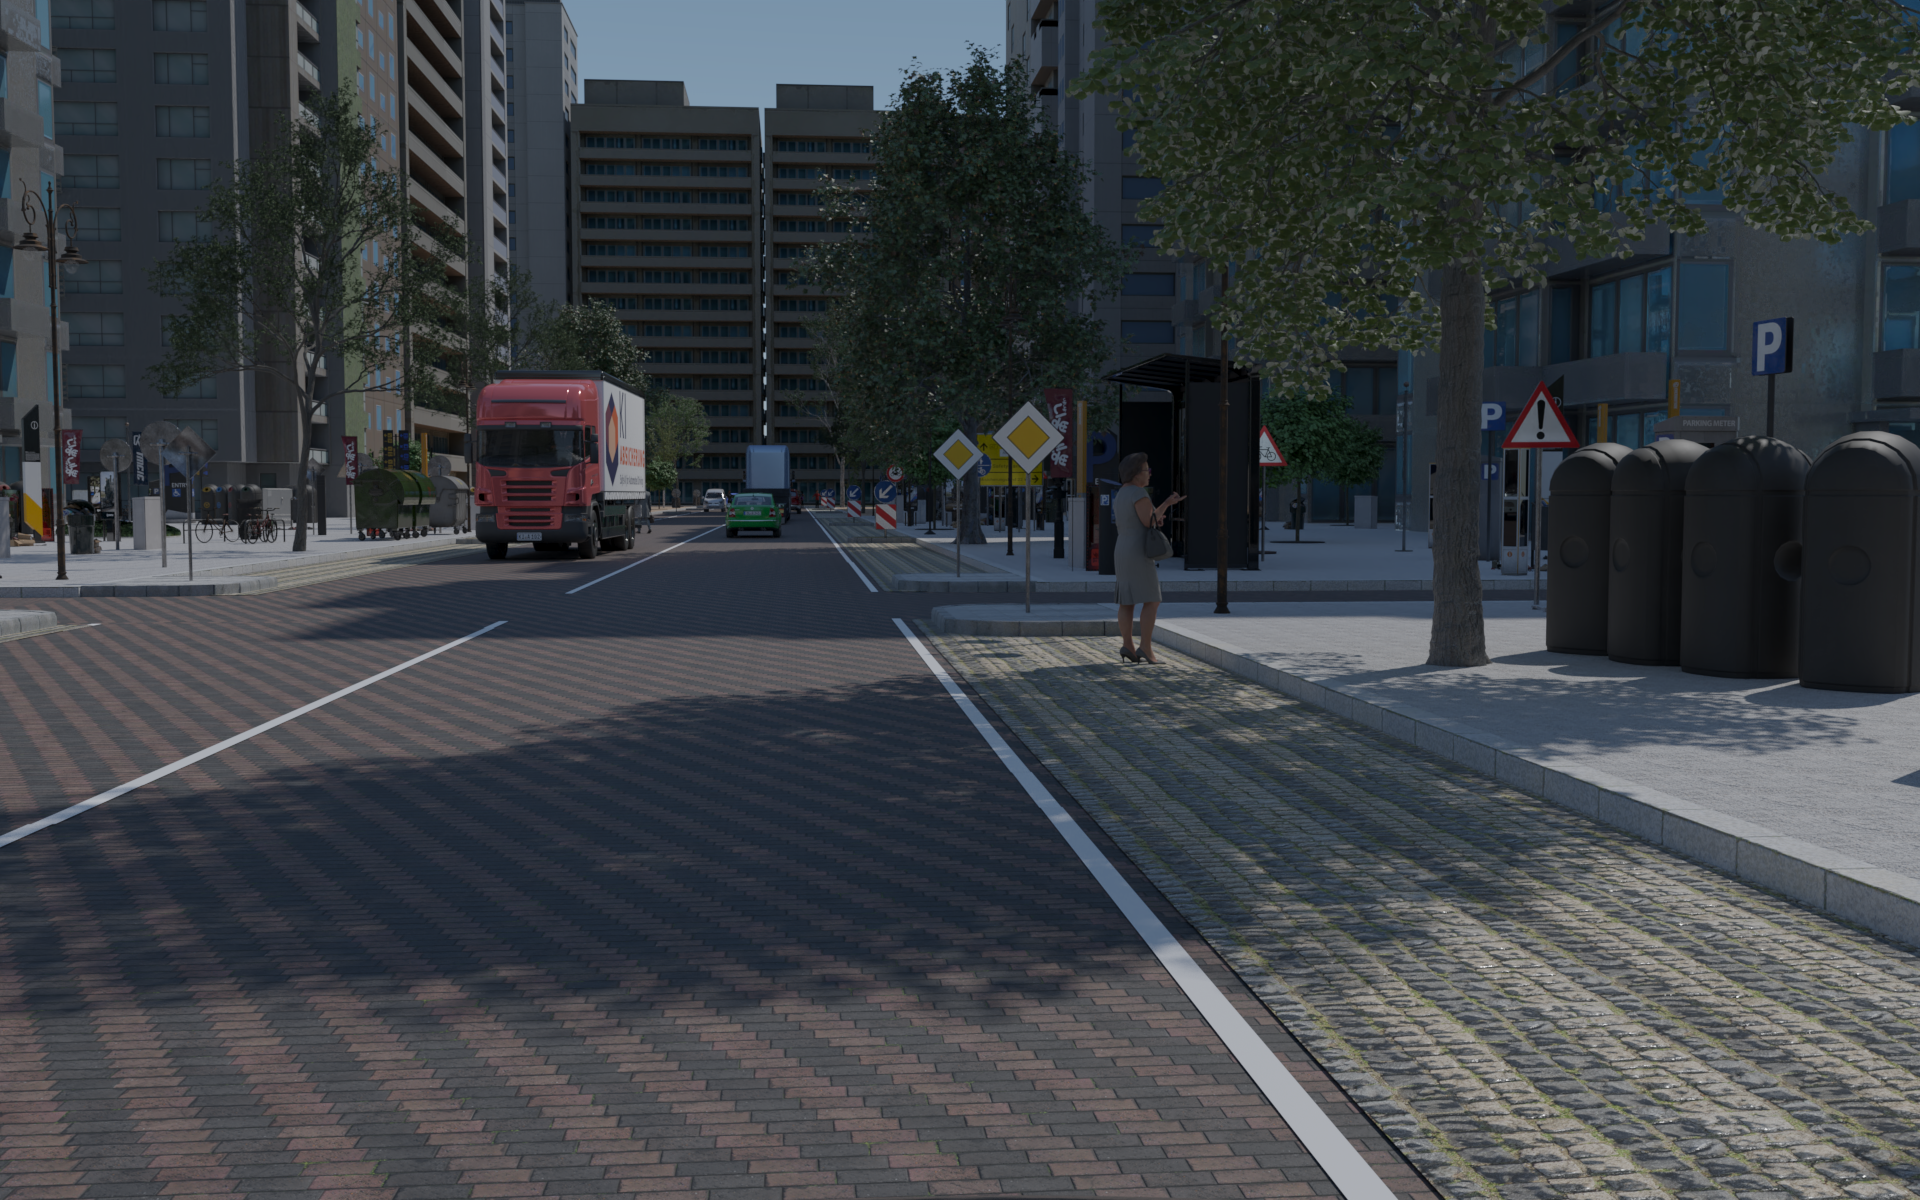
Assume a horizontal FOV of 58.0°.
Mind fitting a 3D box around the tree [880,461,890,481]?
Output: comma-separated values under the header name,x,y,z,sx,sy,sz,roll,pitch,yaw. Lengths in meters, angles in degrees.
name,x,y,z,sx,sy,sz,roll,pitch,yaw
tree,-3.939,-8.858,95.182,4.360,8.622,3.978,0,3,0

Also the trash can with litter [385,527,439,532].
name,x,y,z,sx,sy,sz,roll,pitch,yaw
trash can with litter,-19.078,-2.978,59.744,2.233,1.210,1.678,-1,4,-23

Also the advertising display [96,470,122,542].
name,x,y,z,sx,sy,sz,roll,pitch,yaw
advertising display,-23.009,-2.552,46.934,0.974,1.923,0.123,3,4,38

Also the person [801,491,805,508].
name,x,y,z,sx,sy,sz,roll,pitch,yaw
person,-16.199,-10.258,176.900,0.721,1.739,1.217,3,4,37

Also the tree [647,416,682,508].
name,x,y,z,sx,sy,sz,roll,pitch,yaw
tree,-27.752,-12.874,160.856,4.737,8.622,4.395,0,3,0

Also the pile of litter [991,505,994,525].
name,x,y,z,sx,sy,sz,roll,pitch,yaw
pile of litter,1.308,-3.500,71.182,1.719,0.858,1.176,1,4,22

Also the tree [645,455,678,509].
name,x,y,z,sx,sy,sz,roll,pitch,yaw
tree,-25.205,-9.860,144.930,4.285,4.588,4.351,0,3,0

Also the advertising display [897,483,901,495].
name,x,y,z,sx,sy,sz,roll,pitch,yaw
advertising display,-3.148,-5.848,100.832,0.974,1.923,0.123,-1,4,-9

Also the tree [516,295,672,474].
name,x,y,z,sx,sy,sz,roll,pitch,yaw
tree,-21.375,-11.203,100.177,9.611,12.733,9.660,0,3,0

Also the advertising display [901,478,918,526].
name,x,y,z,sx,sy,sz,roll,pitch,yaw
advertising display,-1.996,-3.968,70.095,0.123,1.923,0.974,2,4,28

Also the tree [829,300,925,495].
name,x,y,z,sx,sy,sz,roll,pitch,yaw
tree,-2.837,-10.346,87.284,7.486,12.596,7.792,0,3,0

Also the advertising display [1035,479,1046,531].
name,x,y,z,sx,sy,sz,roll,pitch,yaw
advertising display,2.835,-3.418,61.102,0.123,1.923,0.974,-1,4,-13

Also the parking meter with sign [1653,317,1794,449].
name,x,y,z,sx,sy,sz,roll,pitch,yaw
parking meter with sign,7.283,-1.282,17.214,1.738,3.016,0.543,-1,4,-9

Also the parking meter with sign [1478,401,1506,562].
name,x,y,z,sx,sy,sz,roll,pitch,yaw
parking meter with sign,10.297,-2.278,33.512,0.543,3.016,1.738,1,4,20

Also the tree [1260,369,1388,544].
name,x,y,z,sx,sy,sz,roll,pitch,yaw
tree,8.813,-3.776,45.456,4.285,4.588,4.351,0,3,0

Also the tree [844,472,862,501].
name,x,y,z,sx,sy,sz,roll,pitch,yaw
tree,-9.177,-9.357,147.587,1.663,3.219,1.824,0,3,0

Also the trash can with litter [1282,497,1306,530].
name,x,y,z,sx,sy,sz,roll,pitch,yaw
trash can with litter,12.029,-3.132,62.594,0.624,1.170,1.055,-2,4,-24

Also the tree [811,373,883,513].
name,x,y,z,sx,sy,sz,roll,pitch,yaw
tree,-6.182,-11.038,114.881,8.767,10.594,7.601,3,5,39

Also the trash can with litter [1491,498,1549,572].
name,x,y,z,sx,sy,sz,roll,pitch,yaw
trash can with litter,9.639,-1.114,29.273,1.678,1.210,2.233,-2,4,-33

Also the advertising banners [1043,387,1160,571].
name,x,y,z,sx,sy,sz,roll,pitch,yaw
advertising banners,2.354,-1.994,28.789,2.074,3.025,0.090,-1,4,-18

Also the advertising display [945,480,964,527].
name,x,y,z,sx,sy,sz,roll,pitch,yaw
advertising display,-0.099,-3.826,67.773,0.974,1.923,0.123,0,4,4

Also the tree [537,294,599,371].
name,x,y,z,sx,sy,sz,roll,pitch,yaw
tree,-17.625,-8.143,67.558,8.767,10.594,7.601,2,4,25

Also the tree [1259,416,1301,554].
name,x,y,z,sx,sy,sz,roll,pitch,yaw
tree,6.202,-2.600,37.108,1.663,3.219,1.824,0,3,0

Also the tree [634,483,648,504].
name,x,y,z,sx,sy,sz,roll,pitch,yaw
tree,-23.269,-7.949,124.575,1.663,3.219,1.824,0,3,0

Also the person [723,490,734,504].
name,x,y,z,sx,sy,sz,roll,pitch,yaw
person,-17.777,-7.625,133.890,1.217,1.735,0.721,-2,4,-27

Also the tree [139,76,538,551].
name,x,y,z,sx,sy,sz,roll,pitch,yaw
tree,-14.439,-6.360,38.398,7.601,10.594,8.767,0,4,2

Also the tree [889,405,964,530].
name,x,y,z,sx,sy,sz,roll,pitch,yaw
tree,-0.863,-4.792,62.058,4.285,4.588,4.351,0,3,0

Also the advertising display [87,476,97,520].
name,x,y,z,sx,sy,sz,roll,pitch,yaw
advertising display,-30.126,-3.391,60.658,0.123,1.923,0.974,1,4,17

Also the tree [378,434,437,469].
name,x,y,z,sx,sy,sz,roll,pitch,yaw
tree,-28.834,-6.505,90.073,4.285,4.588,4.351,0,3,0

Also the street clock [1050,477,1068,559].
name,x,y,z,sx,sy,sz,roll,pitch,yaw
street clock,1.976,-1.831,34.509,0.358,2.002,0.471,1,4,16

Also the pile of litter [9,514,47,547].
name,x,y,z,sx,sy,sz,roll,pitch,yaw
pile of litter,-23.269,-1.742,42.449,1.719,0.858,1.176,-3,5,-43

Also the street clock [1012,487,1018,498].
name,x,y,z,sx,sy,sz,roll,pitch,yaw
street clock,2.363,-4.361,75.880,0.358,2.002,0.471,-1,4,-9

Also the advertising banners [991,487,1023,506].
name,x,y,z,sx,sy,sz,roll,pitch,yaw
advertising banners,2.161,-5.206,81.298,2.074,3.025,0.090,2,4,28

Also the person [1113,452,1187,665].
name,x,y,z,sx,sy,sz,roll,pitch,yaw
person,1.597,-0.347,14.535,0.532,1.782,0.716,-1,4,-19

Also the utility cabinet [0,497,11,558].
name,x,y,z,sx,sy,sz,roll,pitch,yaw
utility cabinet,-19.283,-1.417,34.324,0.306,1.237,1.020,0,4,5

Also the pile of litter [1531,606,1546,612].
name,x,y,z,sx,sy,sz,roll,pitch,yaw
pile of litter,7.142,-0.324,19.260,1.719,0.858,1.176,0,4,-6

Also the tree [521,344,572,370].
name,x,y,z,sx,sy,sz,roll,pitch,yaw
tree,-19.341,-8.171,83.962,4.360,8.622,3.978,0,3,0

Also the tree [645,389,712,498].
name,x,y,z,sx,sy,sz,roll,pitch,yaw
tree,-28.103,-15.007,171.116,9.928,11.665,9.643,0,3,0

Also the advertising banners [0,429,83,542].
name,x,y,z,sx,sy,sz,roll,pitch,yaw
advertising banners,-24.592,-3.070,46.380,2.074,3.025,0.090,-1,4,-20

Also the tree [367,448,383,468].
name,x,y,z,sx,sy,sz,roll,pitch,yaw
tree,-24.693,-4.790,72.910,1.663,3.219,1.824,0,3,0

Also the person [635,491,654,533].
name,x,y,z,sx,sy,sz,roll,pitch,yaw
person,-11.515,-3.325,62.960,0.694,1.812,0.767,-3,5,-39

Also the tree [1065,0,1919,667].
name,x,y,z,sx,sy,sz,roll,pitch,yaw
tree,3.867,-5.758,12.267,7.486,12.596,7.792,0,3,0

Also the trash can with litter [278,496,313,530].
name,x,y,z,sx,sy,sz,roll,pitch,yaw
trash can with litter,-24.132,-3.117,62.026,2.233,1.210,1.678,-3,5,-39

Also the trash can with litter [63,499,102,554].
name,x,y,z,sx,sy,sz,roll,pitch,yaw
trash can with litter,-18.761,-1.567,37.011,0.624,1.170,1.055,-1,4,-11

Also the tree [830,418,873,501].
name,x,y,z,sx,sy,sz,roll,pitch,yaw
tree,-8.891,-11.818,143.593,4.737,8.622,4.395,0,3,0

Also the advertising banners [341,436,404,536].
name,x,y,z,sx,sy,sz,roll,pitch,yaw
advertising banners,-17.792,-3.449,52.583,0.090,3.025,2.074,3,5,42

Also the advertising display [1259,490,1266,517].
name,x,y,z,sx,sy,sz,roll,pitch,yaw
advertising display,8.739,-2.874,52.205,0.974,1.923,0.123,1,4,18

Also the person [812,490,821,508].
name,x,y,z,sx,sy,sz,roll,pitch,yaw
person,-13.270,-9.343,161.201,1.348,1.831,0.705,-3,5,-40

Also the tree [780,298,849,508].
name,x,y,z,sx,sy,sz,roll,pitch,yaw
tree,-10.786,-18.947,165.665,12.611,20.169,13.585,0,3,0

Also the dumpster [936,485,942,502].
name,x,y,z,sx,sy,sz,roll,pitch,yaw
dumpster,-0.860,-5.707,99.072,1.264,1.857,1.865,0,4,-6

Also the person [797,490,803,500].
name,x,y,z,sx,sy,sz,roll,pitch,yaw
person,-12.595,-7.802,136.591,0.721,1.766,1.217,1,4,12

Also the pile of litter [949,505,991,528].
name,x,y,z,sx,sy,sz,roll,pitch,yaw
pile of litter,0.109,-3.166,65.731,1.176,0.858,1.719,3,4,37

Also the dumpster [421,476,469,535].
name,x,y,z,sx,sy,sz,roll,pitch,yaw
dumpster,-16.443,-3.023,55.178,1.264,1.857,1.865,0,4,-5

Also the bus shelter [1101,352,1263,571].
name,x,y,z,sx,sy,sz,roll,pitch,yaw
bus shelter,3.977,-2.487,31.953,1.731,3.624,6.357,0,4,-5

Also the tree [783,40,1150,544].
name,x,y,z,sx,sy,sz,roll,pitch,yaw
tree,0.267,-7.789,44.350,9.611,12.733,9.660,0,3,0
